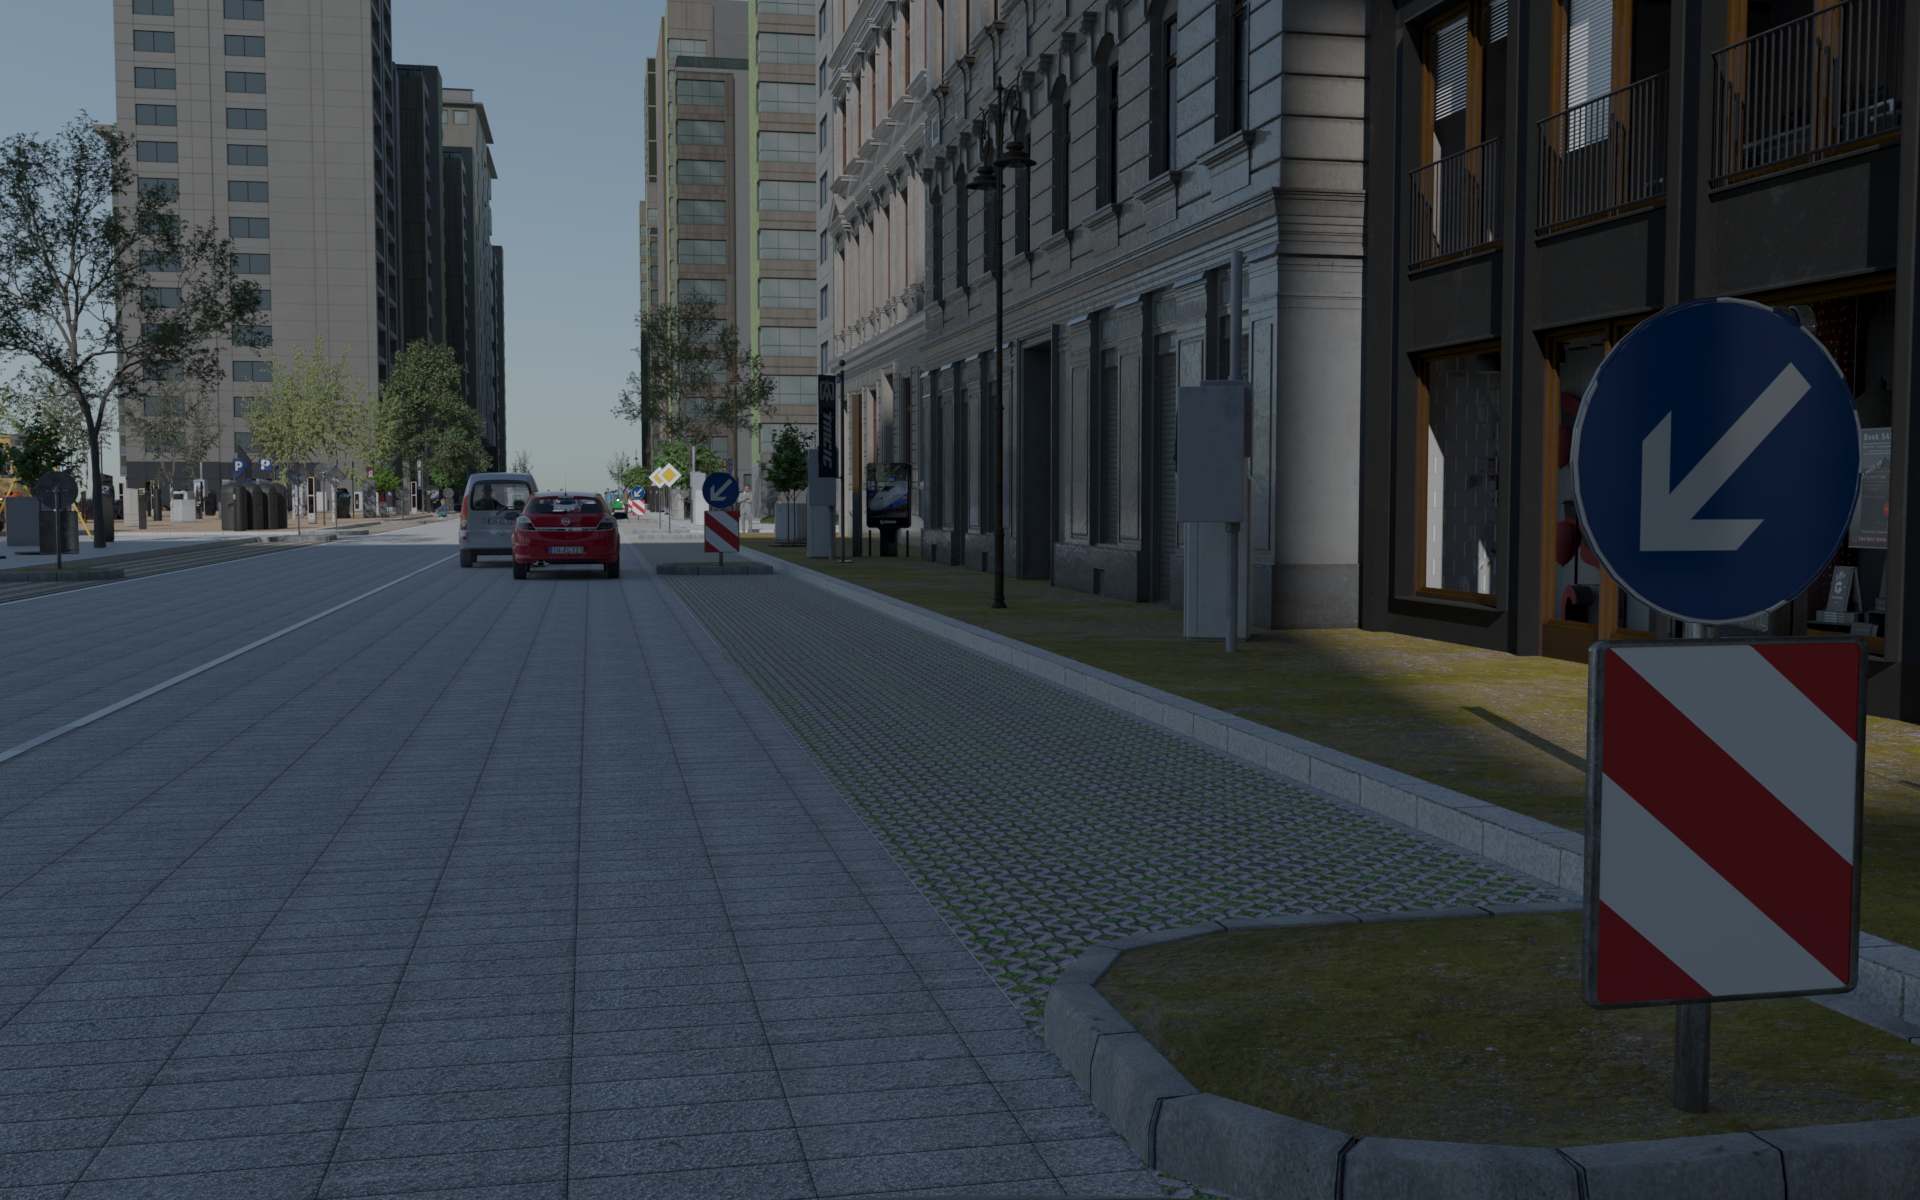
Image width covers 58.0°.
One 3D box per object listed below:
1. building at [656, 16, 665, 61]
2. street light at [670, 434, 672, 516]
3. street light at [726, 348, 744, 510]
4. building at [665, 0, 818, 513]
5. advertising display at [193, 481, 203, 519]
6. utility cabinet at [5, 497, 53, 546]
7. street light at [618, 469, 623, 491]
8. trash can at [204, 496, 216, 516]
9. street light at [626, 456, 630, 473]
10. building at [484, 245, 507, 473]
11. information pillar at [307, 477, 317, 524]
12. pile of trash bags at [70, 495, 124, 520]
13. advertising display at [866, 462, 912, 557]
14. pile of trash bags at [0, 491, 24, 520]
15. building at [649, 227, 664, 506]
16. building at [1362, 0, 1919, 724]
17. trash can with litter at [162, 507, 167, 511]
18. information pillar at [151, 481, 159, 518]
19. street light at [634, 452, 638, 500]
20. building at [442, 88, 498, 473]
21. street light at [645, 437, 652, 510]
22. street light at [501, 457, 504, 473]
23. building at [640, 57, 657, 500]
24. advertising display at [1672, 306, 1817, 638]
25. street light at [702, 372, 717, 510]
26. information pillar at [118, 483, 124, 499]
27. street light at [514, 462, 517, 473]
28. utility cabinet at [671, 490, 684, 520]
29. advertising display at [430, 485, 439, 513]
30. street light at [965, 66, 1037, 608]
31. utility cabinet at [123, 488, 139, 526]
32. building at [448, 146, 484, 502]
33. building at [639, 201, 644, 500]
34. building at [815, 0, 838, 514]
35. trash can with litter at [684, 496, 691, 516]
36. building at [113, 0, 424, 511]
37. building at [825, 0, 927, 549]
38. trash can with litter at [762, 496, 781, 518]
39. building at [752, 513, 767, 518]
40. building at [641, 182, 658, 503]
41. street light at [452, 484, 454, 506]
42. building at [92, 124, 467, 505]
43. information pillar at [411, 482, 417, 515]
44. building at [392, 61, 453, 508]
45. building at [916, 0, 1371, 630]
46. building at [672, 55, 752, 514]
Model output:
[{"bbox_3d":[-21.010,-31.322,162.219,14.600,45.320,14.200,-1,4,-12],"label":"building"},{"bbox_3d":[-16.833,-7.849,101.121,0.468,5.910,1.993,-1,4,-12],"label":"street light"},{"bbox_3d":[-7.139,-5.028,54.992,0.468,5.910,1.993,-1,4,-12],"label":"street light"},{"bbox_3d":[-17.984,-28.403,147.984,14.154,41.232,14.086,-1,4,-12],"label":"building"},{"bbox_3d":[-38.782,-5.076,88.199,0.123,1.923,0.974,-3,5,-43],"label":"advertising display"},{"bbox_3d":[-23.070,-1.943,42.937,1.020,1.237,0.306,-2,4,-33],"label":"utility cabinet"},{"bbox_3d":[-50.345,-17.452,258.120,0.468,5.910,1.993,-1,4,-12],"label":"street light"},{"bbox_3d":[-44.236,-5.536,102.165,0.748,1.137,0.748,0,3,0],"label":"trash can"},{"bbox_3d":[-42.851,-15.314,223.164,0.468,5.910,1.993,-1,4,-12],"label":"street light"},{"bbox_3d":[-79.969,-36.221,275.809,14.154,41.232,14.086,-1,4,-12],"label":"building"},{"bbox_3d":[-27.850,-4.279,74.448,0.304,2.012,0.304,0,4,-3],"label":"information pillar"},{"bbox_3d":[-41.860,-4.653,85.833,3.447,1.369,1.912,1,4,17],"label":"pile of trash bags"},{"bbox_3d":[-1.457,-1.847,35.406,0.974,1.923,0.123,1,4,23],"label":"advertising display"},{"bbox_3d":[-28.760,-2.501,50.651,3.447,1.369,1.912,1,4,17],"label":"pile of trash bags"},{"bbox_3d":[-26.988,-25.605,190.337,14.160,30.474,14.107,-1,4,-12],"label":"building"},{"bbox_3d":[11.444,-10.977,9.151,12.332,23.373,15.834,-1,4,-12],"label":"building"},{"bbox_3d":[-59.934,-7.247,129.874,1.055,1.170,0.624,-1,4,-18],"label":"trash can with litter"},{"bbox_3d":[-43.662,-5.473,93.973,0.304,2.012,0.304,3,5,40],"label":"information pillar"},{"bbox_3d":[-32.991,-12.463,176.564,0.468,5.910,1.993,-1,4,-12],"label":"street light"},{"bbox_3d":[-76.190,-39.006,226.990,28.713,52.752,27.495,-1,4,-12],"label":"building"},{"bbox_3d":[-25.539,-10.325,141.599,0.468,5.910,1.993,-1,4,-12],"label":"street light"},{"bbox_3d":[-57.435,-14.972,217.575,0.468,5.910,1.993,-1,4,-12],"label":"street light"},{"bbox_3d":[-43.167,-51.770,284.694,20.563,71.187,20.611,-1,4,-12],"label":"building"},{"bbox_3d":[2.853,-0.071,6.370,0.123,1.923,0.974,0,4,3],"label":"advertising display"},{"bbox_3d":[-9.453,-5.666,65.422,0.468,5.910,1.993,-1,4,-12],"label":"street light"},{"bbox_3d":[-53.824,-6.526,111.193,0.304,2.012,0.304,-1,4,-18],"label":"information pillar"},{"bbox_3d":[-64.795,-17.111,252.559,0.468,5.910,1.993,-1,4,-12],"label":"street light"},{"bbox_3d":[-13.841,-4.667,84.986,0.318,1.500,1.173,-2,4,-25],"label":"utility cabinet"},{"bbox_3d":[-36.512,-7.034,120.225,0.123,1.923,0.974,1,4,22],"label":"advertising display"},{"bbox_3d":[0.441,-2.846,19.323,0.468,5.910,1.993,-1,4,-12],"label":"street light"},{"bbox_3d":[-32.778,-3.659,68.504,0.318,1.500,1.173,-3,4,-37],"label":"utility cabinet"},{"bbox_3d":[-62.501,-31.399,196.962,14.154,41.232,14.086,-1,4,-12],"label":"building"},{"bbox_3d":[-38.003,-34.300,244.398,14.154,41.232,14.086,-1,4,-12],"label":"building"},{"bbox_3d":[4.862,-39.116,77.801,20.611,71.187,20.563,-1,4,-12],"label":"building"},{"bbox_3d":[-15.803,-5.315,98.287,1.055,1.170,0.624,0,4,-2],"label":"trash can with litter"},{"bbox_3d":[-54.893,-42.952,140.518,20.563,71.187,20.611,-1,4,-12],"label":"building"},{"bbox_3d":[3.078,-12.773,44.993,11.583,22.565,21.152,-1,4,-12],"label":"building"},{"bbox_3d":[-8.884,-4.270,81.196,0.624,1.170,1.055,2,4,26],"label":"trash can with litter"},{"bbox_3d":[-5.025,-25.344,97.963,14.154,41.232,14.086,-1,4,-12],"label":"building"},{"bbox_3d":[-34.554,-33.466,230.756,14.154,41.232,14.086,-1,4,-12],"label":"building"},{"bbox_3d":[-40.238,-10.065,137.348,0.468,5.910,1.993,-1,4,-12],"label":"street light"},{"bbox_3d":[-67.490,-29.641,176.509,32.217,40.220,23.993,-1,4,-12],"label":"building"},{"bbox_3d":[-32.829,-6.095,104.149,0.304,2.012,0.304,-1,4,-14],"label":"information pillar"},{"bbox_3d":[-55.115,-29.090,159.223,14.154,41.232,14.086,-1,4,-12],"label":"building"},{"bbox_3d":[5.665,-10.780,25.397,9.793,20.994,18.267,-1,4,-12],"label":"building"},{"bbox_3d":[-12.651,-21.255,119.223,14.160,30.474,14.107,-1,4,-12],"label":"building"}]
